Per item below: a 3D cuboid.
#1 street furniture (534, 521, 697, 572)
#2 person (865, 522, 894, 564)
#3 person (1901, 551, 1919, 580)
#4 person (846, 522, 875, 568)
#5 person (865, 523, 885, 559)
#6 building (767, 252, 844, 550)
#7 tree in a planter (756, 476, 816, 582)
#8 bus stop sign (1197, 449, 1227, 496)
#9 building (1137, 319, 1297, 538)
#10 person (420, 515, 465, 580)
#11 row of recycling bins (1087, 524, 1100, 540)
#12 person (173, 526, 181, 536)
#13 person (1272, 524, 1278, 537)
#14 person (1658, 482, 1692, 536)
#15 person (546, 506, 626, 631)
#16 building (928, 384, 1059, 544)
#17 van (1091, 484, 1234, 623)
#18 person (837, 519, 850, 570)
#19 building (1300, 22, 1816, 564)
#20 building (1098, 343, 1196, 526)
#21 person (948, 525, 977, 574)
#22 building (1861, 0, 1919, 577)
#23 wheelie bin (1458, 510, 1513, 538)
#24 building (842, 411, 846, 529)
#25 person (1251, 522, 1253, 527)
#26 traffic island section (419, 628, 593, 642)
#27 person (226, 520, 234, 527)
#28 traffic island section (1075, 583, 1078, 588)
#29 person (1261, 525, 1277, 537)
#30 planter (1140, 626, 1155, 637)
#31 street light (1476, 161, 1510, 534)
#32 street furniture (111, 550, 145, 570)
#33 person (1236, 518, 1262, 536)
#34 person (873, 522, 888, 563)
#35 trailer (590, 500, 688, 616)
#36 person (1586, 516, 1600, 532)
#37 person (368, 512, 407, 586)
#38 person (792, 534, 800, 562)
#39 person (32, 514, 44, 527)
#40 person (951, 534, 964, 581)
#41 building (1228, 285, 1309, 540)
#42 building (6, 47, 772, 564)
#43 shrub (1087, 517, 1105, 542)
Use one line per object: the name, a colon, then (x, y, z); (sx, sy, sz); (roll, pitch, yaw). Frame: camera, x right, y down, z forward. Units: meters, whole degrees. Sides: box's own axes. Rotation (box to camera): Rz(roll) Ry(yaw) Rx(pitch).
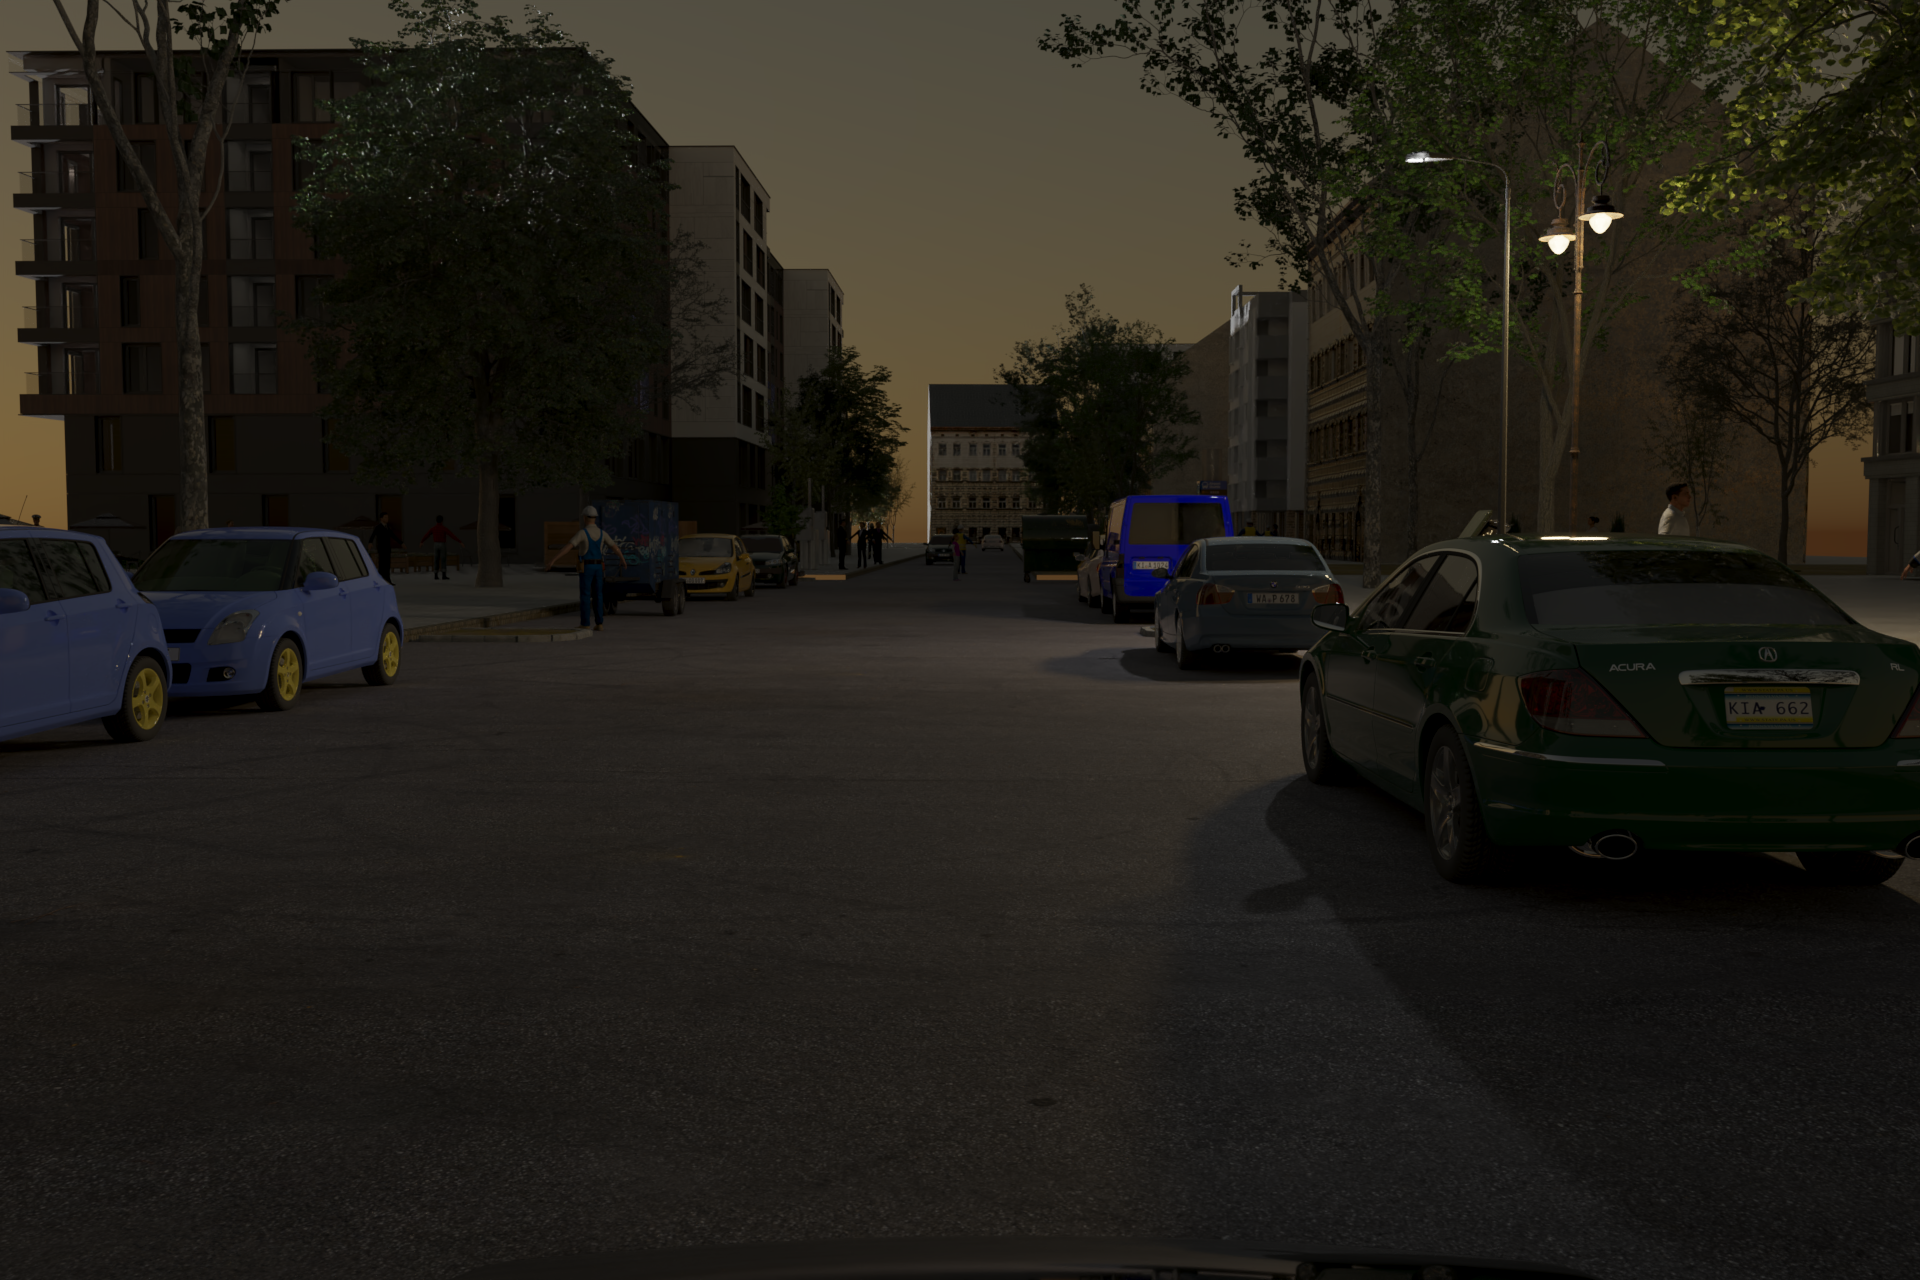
street furniture: (-10.839, -3.396, 62.379); (9.812, 1.723, 11.010); (-1, 4, -14)
person: (-3.457, -4.096, 73.199); (1.346, 1.802, 0.704); (-2, 4, -24)
person: (8.426, -0.496, 14.091); (1.345, 1.831, 0.704); (1, 4, 22)
person: (-3.703, -3.550, 64.764); (1.216, 1.740, 0.721); (2, 4, 24)
person: (-4.501, -5.054, 88.410); (1.354, 1.856, 0.705); (-1, 4, -9)
building: (-24.119, -17.600, 131.734); (27.936, 21.610, 32.646); (0, 4, 1)
tree in a planter: (-5.466, -3.411, 52.987); (1.991, 3.239, 1.994); (0, 4, 1)
bus stop sign: (7.788, -3.950, 53.591); (0.837, 3.901, 0.837); (0, 4, 1)
building: (28.065, -21.122, 176.276); (19.493, 23.208, 18.063); (0, 4, 1)
person: (-14.611, -2.607, 48.729); (1.345, 1.816, 0.704); (1, 4, 10)
row of recycling bins: (5.458, -4.002, 72.545); (1.069, 1.692, 3.534); (0, 4, 0)
person: (-17.049, -1.950, 38.454); (0.617, 1.759, 0.750); (0, 4, -1)
person: (17.040, -5.365, 93.863); (0.704, 1.843, 1.345); (2, 4, 27)
person: (7.334, -0.704, 17.672); (0.704, 1.810, 1.344); (3, 4, 37)
person: (-5.477, -1.058, 25.611); (1.347, 1.847, 0.705); (-3, 5, -43)
building: (4.497, -25.606, 252.041); (18.063, 23.208, 19.493); (0, 4, -2)
van: (3.434, -1.531, 29.422); (2.240, 2.365, 5.245); (0, 4, 1)
person: (-4.207, -3.444, 62.251); (0.705, 1.837, 1.347); (-1, 4, -17)
building: (27.548, -15.442, 83.413); (19.493, 23.208, 18.063); (0, 4, 2)
building: (29.895, -21.892, 201.904); (27.936, 21.610, 32.646); (0, 4, 1)
person: (0.079, -3.268, 62.356); (1.216, 1.772, 0.721); (2, 4, 32)
building: (30.139, -11.925, 41.657); (8.464, 21.280, 15.925); (0, 4, 1)
wheelie bin: (6.930, -0.921, 22.968); (0.693, 1.594, 0.980); (0, 4, 2)
building: (-22.355, -21.822, 187.726); (19.493, 23.208, 18.063); (0, 4, 1)
person: (12.682, -4.256, 75.716); (0.704, 1.812, 1.346); (0, 4, -7)
traffic island section: (-6.169, -0.064, 23.909); (1.991, 0.108, 1.994); (0, 4, 1)
person: (-23.145, -2.958, 55.169); (0.721, 1.733, 1.217); (0, 4, 7)
traffic island section: (4.128, -1.462, 46.769); (1.991, 0.108, 1.994); (0, 4, 1)
person: (16.425, -5.235, 92.057); (1.216, 1.772, 0.721); (3, 4, 36)
planter: (3.587, -0.213, 24.615); (1.991, 0.319, 1.994); (0, 4, 1)
street light: (7.182, -2.971, 21.119); (1.470, 5.913, 1.316); (0, 4, 2)
street furniture: (-29.833, -3.015, 64.930); (5.734, 0.657, 10.072); (-1, 4, -23)
person: (10.147, -3.362, 60.931); (1.349, 1.833, 0.705); (-1, 4, -12)
person: (-3.639, -4.397, 78.078); (0.705, 1.806, 1.347); (2, 4, 26)
trailer: (-5.662, -1.388, 29.738); (1.471, 1.999, 3.904); (0, 4, 1)
person: (16.154, -2.312, 44.570); (0.721, 1.739, 1.217); (0, 4, -7)
person: (-14.249, -2.256, 42.939); (0.704, 1.823, 1.345); (1, 4, 21)
person: (-7.291, -4.451, 78.549); (0.705, 1.858, 1.354); (0, 4, 6)
person: (-26.965, -2.741, 50.603); (1.343, 1.855, 0.704); (-1, 4, -23)
person: (-0.055, -2.522, 52.961); (0.599, 1.433, 0.991); (1, 4, 15)
building: (25.727, -16.866, 132.178); (16.016, 20.090, 11.380); (0, 4, 1)
building: (-25.839, -15.023, 89.603); (27.936, 21.610, 32.646); (0, 4, 1)
shrub: (5.524, -3.630, 63.771); (1.690, 2.028, 1.600); (0, 3, 0)
